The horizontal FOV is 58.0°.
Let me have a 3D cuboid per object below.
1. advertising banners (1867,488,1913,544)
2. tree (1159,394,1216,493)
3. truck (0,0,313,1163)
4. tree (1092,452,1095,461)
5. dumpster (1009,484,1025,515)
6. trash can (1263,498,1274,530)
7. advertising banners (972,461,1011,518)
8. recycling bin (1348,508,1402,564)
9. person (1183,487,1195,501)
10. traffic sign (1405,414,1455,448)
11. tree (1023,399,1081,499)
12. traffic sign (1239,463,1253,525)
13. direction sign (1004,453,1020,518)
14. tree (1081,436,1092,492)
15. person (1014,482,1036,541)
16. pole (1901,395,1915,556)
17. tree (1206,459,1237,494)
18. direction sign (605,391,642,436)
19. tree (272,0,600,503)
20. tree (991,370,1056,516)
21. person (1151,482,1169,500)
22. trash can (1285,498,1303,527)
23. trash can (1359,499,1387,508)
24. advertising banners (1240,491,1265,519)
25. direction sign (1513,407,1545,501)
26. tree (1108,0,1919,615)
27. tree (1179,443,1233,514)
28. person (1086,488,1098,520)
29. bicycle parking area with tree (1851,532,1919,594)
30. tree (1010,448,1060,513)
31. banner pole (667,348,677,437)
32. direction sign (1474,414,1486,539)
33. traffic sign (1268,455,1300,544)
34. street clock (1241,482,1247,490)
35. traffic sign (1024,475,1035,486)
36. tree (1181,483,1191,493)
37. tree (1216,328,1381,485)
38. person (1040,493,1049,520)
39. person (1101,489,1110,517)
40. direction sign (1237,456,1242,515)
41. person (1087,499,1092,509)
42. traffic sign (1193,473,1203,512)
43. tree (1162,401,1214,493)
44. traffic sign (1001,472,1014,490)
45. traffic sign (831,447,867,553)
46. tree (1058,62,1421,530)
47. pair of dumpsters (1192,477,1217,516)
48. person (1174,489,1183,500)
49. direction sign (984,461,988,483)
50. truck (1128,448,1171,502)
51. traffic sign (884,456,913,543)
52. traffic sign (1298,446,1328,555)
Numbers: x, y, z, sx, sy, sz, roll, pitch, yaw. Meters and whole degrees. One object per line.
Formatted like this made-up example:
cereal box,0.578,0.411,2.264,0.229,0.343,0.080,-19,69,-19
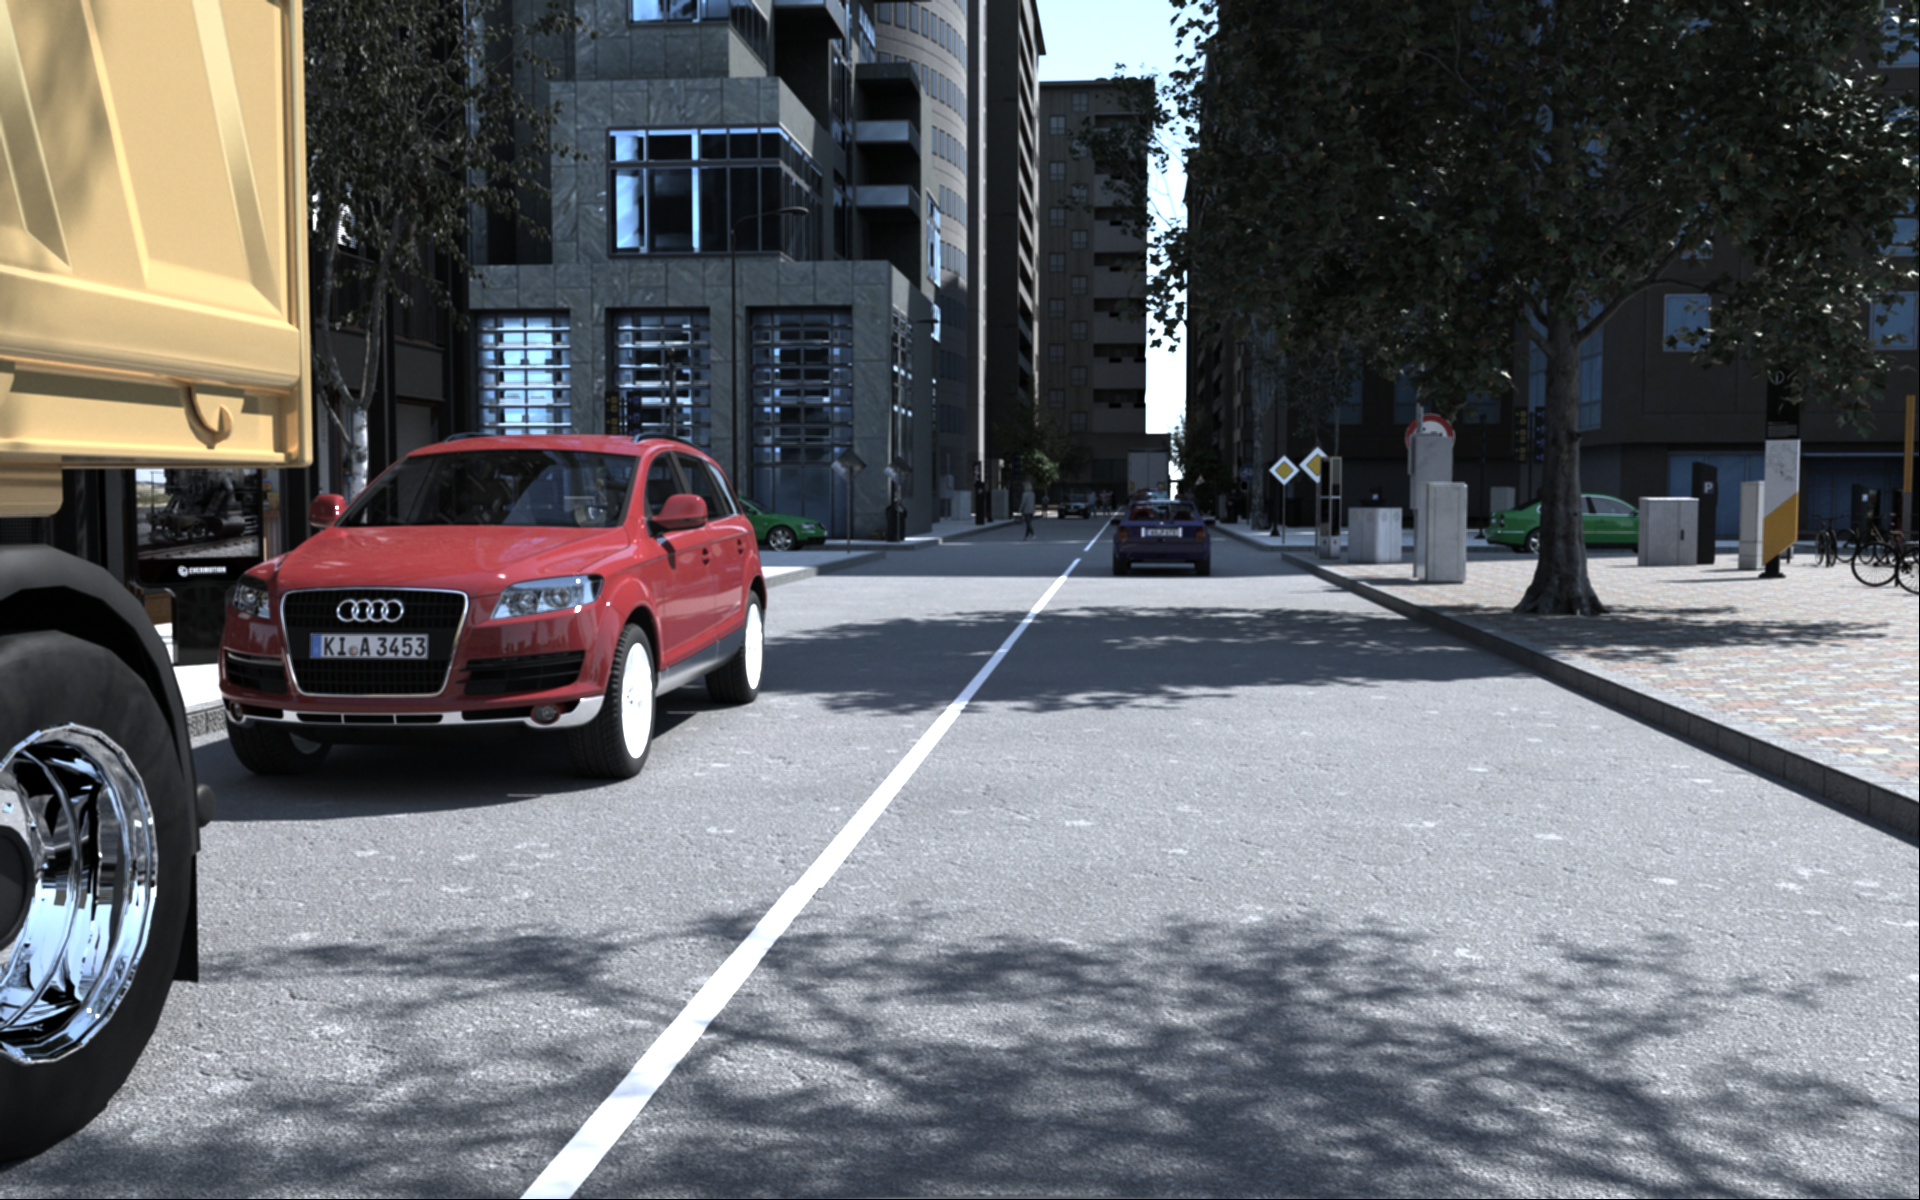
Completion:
advertising banners,24.118,-2.946,44.363,0.090,3.025,2.074,-3,5,-41
tree,17.119,-10.825,127.344,4.360,8.622,3.978,0,3,0
truck,-3.553,-0.266,0.272,3.469,3.379,9.791,0,4,6
tree,12.773,-14.905,194.065,4.360,8.622,3.978,0,3,0
dumpster,3.398,-5.720,99.282,1.264,1.857,1.865,0,4,6
trash can,10.925,-3.101,62.348,0.748,1.137,0.748,0,3,0
advertising banners,1.638,-5.802,91.055,2.074,3.025,0.090,0,4,-4
recycling bin,7.678,-1.193,32.060,0.722,1.027,0.722,-3,4,-37
person,10.925,-4.548,83.221,0.716,1.782,0.532,-1,4,-10
traffic sign,7.452,-1.678,27.542,0.768,2.556,0.104,0,4,6
tree,6.654,-11.115,132.098,4.360,8.622,3.978,0,3,0
traffic sign,11.905,-4.368,71.527,0.768,2.556,0.104,1,4,9
direction sign,2.827,-6.284,94.746,0.876,3.537,0.379,-1,4,-10
tree,10.199,-13.410,169.615,4.360,8.622,3.978,0,3,0
person,2.025,-2.685,52.577,0.709,1.800,0.728,-3,5,-41
pole,19.621,-2.569,35.844,0.158,3.312,0.155,0,3,0
tree,14.530,-6.128,94.791,1.663,3.219,1.824,0,3,0
direction sign,-7.412,-2.825,38.186,0.876,3.537,0.379,1,4,16
tree,-5.419,-3.994,15.658,4.360,8.622,3.978,0,3,0
tree,3.730,-9.358,103.368,4.737,8.622,4.395,0,3,0
person,6.457,-2.894,55.840,0.660,1.820,0.620,-1,4,-14
trash can,12.848,-3.369,66.742,0.748,1.137,0.748,0,3,0
trash can,11.205,-2.164,47.036,0.748,1.137,0.748,0,3,0
advertising banners,15.103,-5.573,87.302,2.074,3.025,0.090,2,4,31
direction sign,14.790,-3.237,44.922,0.876,3.537,0.379,0,4,5
tree,6.413,-6.207,18.488,9.611,12.733,9.660,0,3,0
tree,15.787,-7.760,110.594,4.285,4.588,4.351,0,3,0
person,7.281,-5.309,95.569,0.793,1.790,0.793,-1,4,-19
bicycle parking area with tree,15.740,-2.020,20.027,9.016,4.147,8.231,1,4,20
tree,4.868,-8.340,120.078,4.285,4.588,4.351,0,3,0
banner pole,-4.883,-2.419,29.568,0.401,3.779,0.863,-1,4,-16
direction sign,14.922,-3.518,49.513,0.379,3.537,0.876,0,4,7
traffic sign,8.282,-2.487,44.301,0.795,2.450,0.064,0,4,6
street clock,16.552,-5.873,100.590,0.358,2.002,0.471,-3,5,-39
traffic sign,4.513,-6.900,112.916,0.768,2.556,0.104,0,4,7
tree,20.739,-9.790,154.663,1.663,3.219,1.824,0,3,0
tree,10.007,-5.935,47.397,4.360,8.622,3.978,0,3,0
person,4.742,-5.269,97.243,0.523,1.515,0.503,2,4,29
person,9.239,-6.156,109.743,0.643,1.750,0.593,0,4,2
direction sign,16.787,-6.853,104.037,0.379,3.537,0.876,2,4,23
person,8.876,-6.743,119.313,0.480,1.755,0.524,-2,4,-28
traffic sign,14.990,-6.602,107.951,0.884,2.594,0.081,0,4,8
tree,17.793,-11.236,134.069,4.737,8.622,4.395,0,3,0
traffic sign,2.691,-5.963,97.606,0.768,2.556,0.104,1,4,11
traffic sign,-2.402,-2.062,37.355,0.795,2.450,0.064,0,4,6
tree,9.607,-12.468,59.747,12.611,20.169,13.585,0,3,0
pair of dumpsters,14.549,-6.105,102.309,1.574,2.255,4.437,0,4,6
person,13.246,-5.849,104.969,0.563,1.720,0.643,1,4,16
direction sign,1.554,-7.684,117.634,0.876,3.537,0.379,-2,4,-35
truck,12.211,-7.523,111.912,2.839,4.237,11.283,0,4,7
traffic sign,-1.611,-2.548,45.301,0.795,2.450,0.064,0,4,6
traffic sign,7.492,-2.001,36.355,0.795,2.450,0.064,0,4,6
